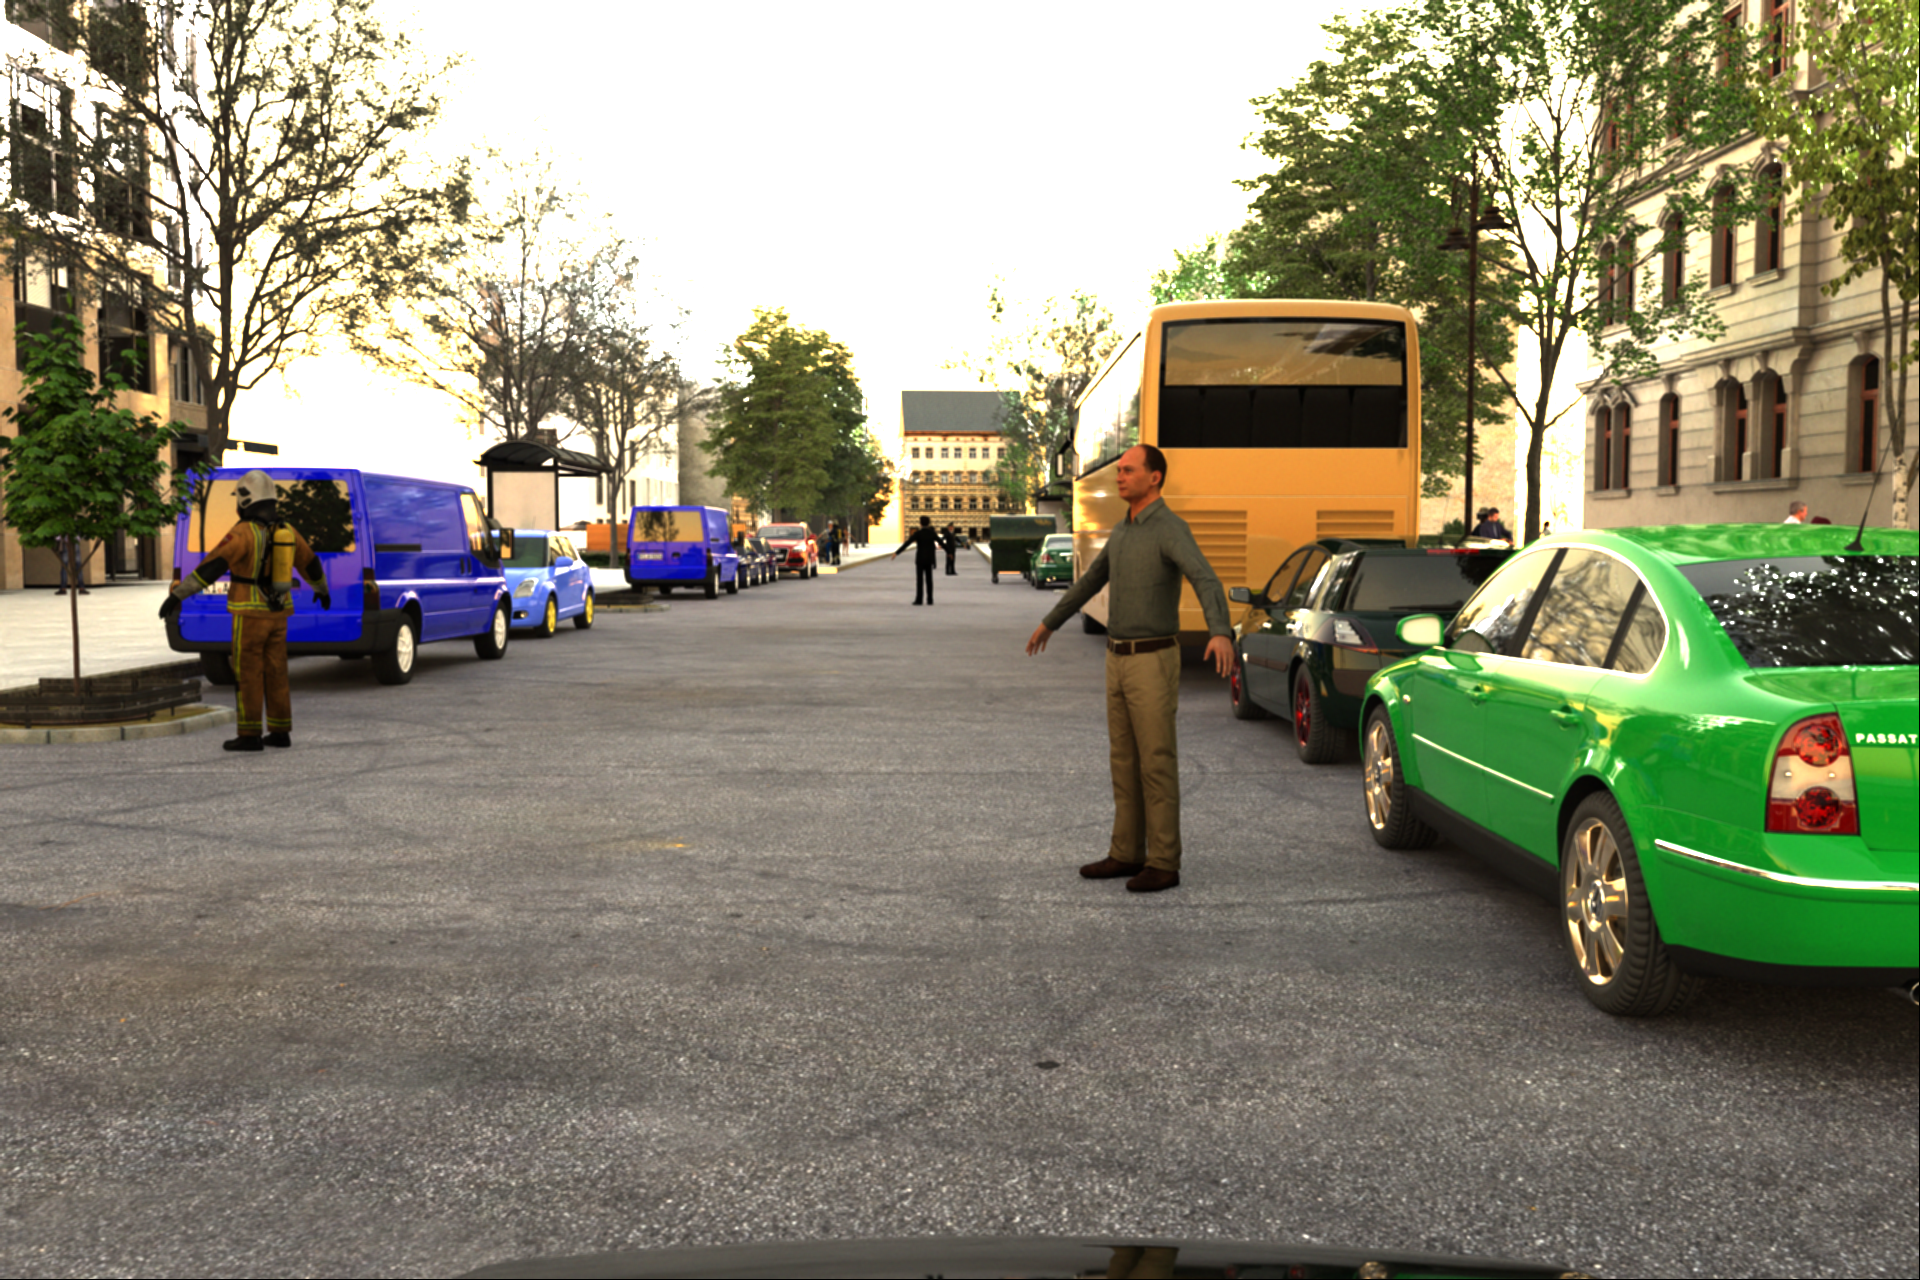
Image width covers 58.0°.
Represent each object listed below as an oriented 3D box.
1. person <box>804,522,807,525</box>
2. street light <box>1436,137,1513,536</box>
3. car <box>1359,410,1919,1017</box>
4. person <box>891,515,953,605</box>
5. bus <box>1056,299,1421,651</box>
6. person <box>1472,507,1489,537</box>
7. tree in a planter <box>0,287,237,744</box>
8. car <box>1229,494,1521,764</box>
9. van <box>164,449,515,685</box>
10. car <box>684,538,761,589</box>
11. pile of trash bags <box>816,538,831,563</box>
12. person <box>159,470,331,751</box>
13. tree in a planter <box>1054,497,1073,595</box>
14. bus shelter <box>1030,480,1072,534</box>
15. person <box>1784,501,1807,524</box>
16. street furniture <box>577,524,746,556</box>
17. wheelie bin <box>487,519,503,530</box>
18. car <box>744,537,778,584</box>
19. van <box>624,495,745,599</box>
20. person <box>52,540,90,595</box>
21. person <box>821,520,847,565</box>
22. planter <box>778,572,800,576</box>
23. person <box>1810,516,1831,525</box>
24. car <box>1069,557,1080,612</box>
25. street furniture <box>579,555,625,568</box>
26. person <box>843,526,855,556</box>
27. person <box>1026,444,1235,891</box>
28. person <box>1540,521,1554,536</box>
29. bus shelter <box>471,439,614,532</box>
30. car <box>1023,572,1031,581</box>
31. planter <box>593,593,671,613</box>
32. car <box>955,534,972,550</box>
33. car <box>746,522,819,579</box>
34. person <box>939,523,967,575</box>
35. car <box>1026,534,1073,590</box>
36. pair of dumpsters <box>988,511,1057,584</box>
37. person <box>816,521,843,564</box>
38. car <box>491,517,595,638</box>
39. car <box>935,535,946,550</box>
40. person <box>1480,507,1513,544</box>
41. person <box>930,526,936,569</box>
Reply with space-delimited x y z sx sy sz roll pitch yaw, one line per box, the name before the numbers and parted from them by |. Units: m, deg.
person | -7.300 -4.611 81.366 0.705 1.833 1.349 1 4 22
street light | 6.111 -2.932 20.726 0.468 5.910 1.993 0 4 0
car | 2.778 0.140 6.514 1.959 1.807 4.718 0 4 0
person | -0.733 -1.618 35.094 1.347 1.806 0.705 -2 4 -24
bus | 2.931 -1.840 21.631 2.896 3.916 12.252 0 4 0
person | 11.041 -1.881 36.615 0.704 1.845 1.351 -2 4 -23
tree in a planter | -6.539 -0.949 12.734 1.991 3.239 1.994 0 4 1
car | 2.977 -0.146 12.181 2.009 1.686 4.222 0 3 0
van | -6.192 -0.839 18.109 2.240 2.365 5.245 0 4 0
car | -6.409 -2.093 46.808 1.945 1.354 3.894 0 4 0
pile of trash bags | -6.662 -4.050 75.977 1.912 1.369 3.447 0 4 2
person | -4.691 -0.204 11.555 0.705 1.858 1.354 2 4 27
tree in a planter | 3.259 -2.703 41.409 1.991 3.239 1.994 0 4 1
bus shelter | 3.922 -4.512 67.687 2.014 3.302 5.546 0 4 -1
person | 10.839 -0.946 22.443 0.436 1.711 0.756 1 4 20
street furniture | -13.100 -4.115 74.128 11.010 1.723 9.812 3 5 42
wheelie bin | -9.661 -1.705 35.789 0.693 1.594 0.980 0 4 1
car | -6.358 -2.339 50.816 1.945 1.354 3.894 0 3 0
van | -6.272 -2.166 39.791 2.240 2.365 5.245 0 4 0
person | -18.844 -1.880 36.650 0.709 1.838 0.599 -3 4 -37
person | -5.124 -3.997 71.136 0.705 1.856 1.354 3 5 44
planter | -6.465 -2.403 60.421 1.991 0.319 1.994 0 4 1
person | 7.588 -0.378 15.397 0.989 1.438 0.599 -1 4 -13
car | 2.946 -1.118 30.280 2.014 1.417 4.499 0 4 0
street furniture | -12.968 -3.142 67.001 10.072 0.657 5.734 0 4 -3
person | -6.691 -5.812 101.825 1.217 1.733 0.721 2 4 29
person | 0.723 0.100 7.090 0.705 1.796 1.348 -2 4 -30
person | 19.715 -3.128 57.980 0.721 1.735 1.217 -2 4 -25
bus shelter | -9.477 -2.811 39.886 2.014 3.302 5.546 0 4 -1
car | 2.938 -2.586 54.080 2.131 1.459 4.920 0 4 0
planter | -6.479 -0.688 32.381 1.991 0.319 1.994 0 4 0
car | 0.077 -9.072 158.120 2.009 1.686 4.222 0 4 -1
car | -5.775 -2.932 56.615 2.281 1.827 5.304 0 4 0
person | -0.305 -3.185 60.472 0.705 1.837 1.347 3 5 44
car | 2.854 -2.102 46.164 2.131 1.459 4.920 0 3 0
pair of dumpsters | 3.037 -2.779 50.388 4.436 2.255 1.574 0 4 0
person | -5.501 -4.141 73.565 1.347 1.847 0.705 0 4 -2
car | -6.453 -0.942 24.997 1.945 1.707 3.694 0 4 0
car | -1.818 -7.720 138.588 2.083 1.381 4.827 0 4 0
person | 9.912 -1.549 31.825 0.683 1.767 0.568 -2 4 -33
person | -1.194 -3.770 70.823 1.216 1.740 0.721 -2 4 -32
